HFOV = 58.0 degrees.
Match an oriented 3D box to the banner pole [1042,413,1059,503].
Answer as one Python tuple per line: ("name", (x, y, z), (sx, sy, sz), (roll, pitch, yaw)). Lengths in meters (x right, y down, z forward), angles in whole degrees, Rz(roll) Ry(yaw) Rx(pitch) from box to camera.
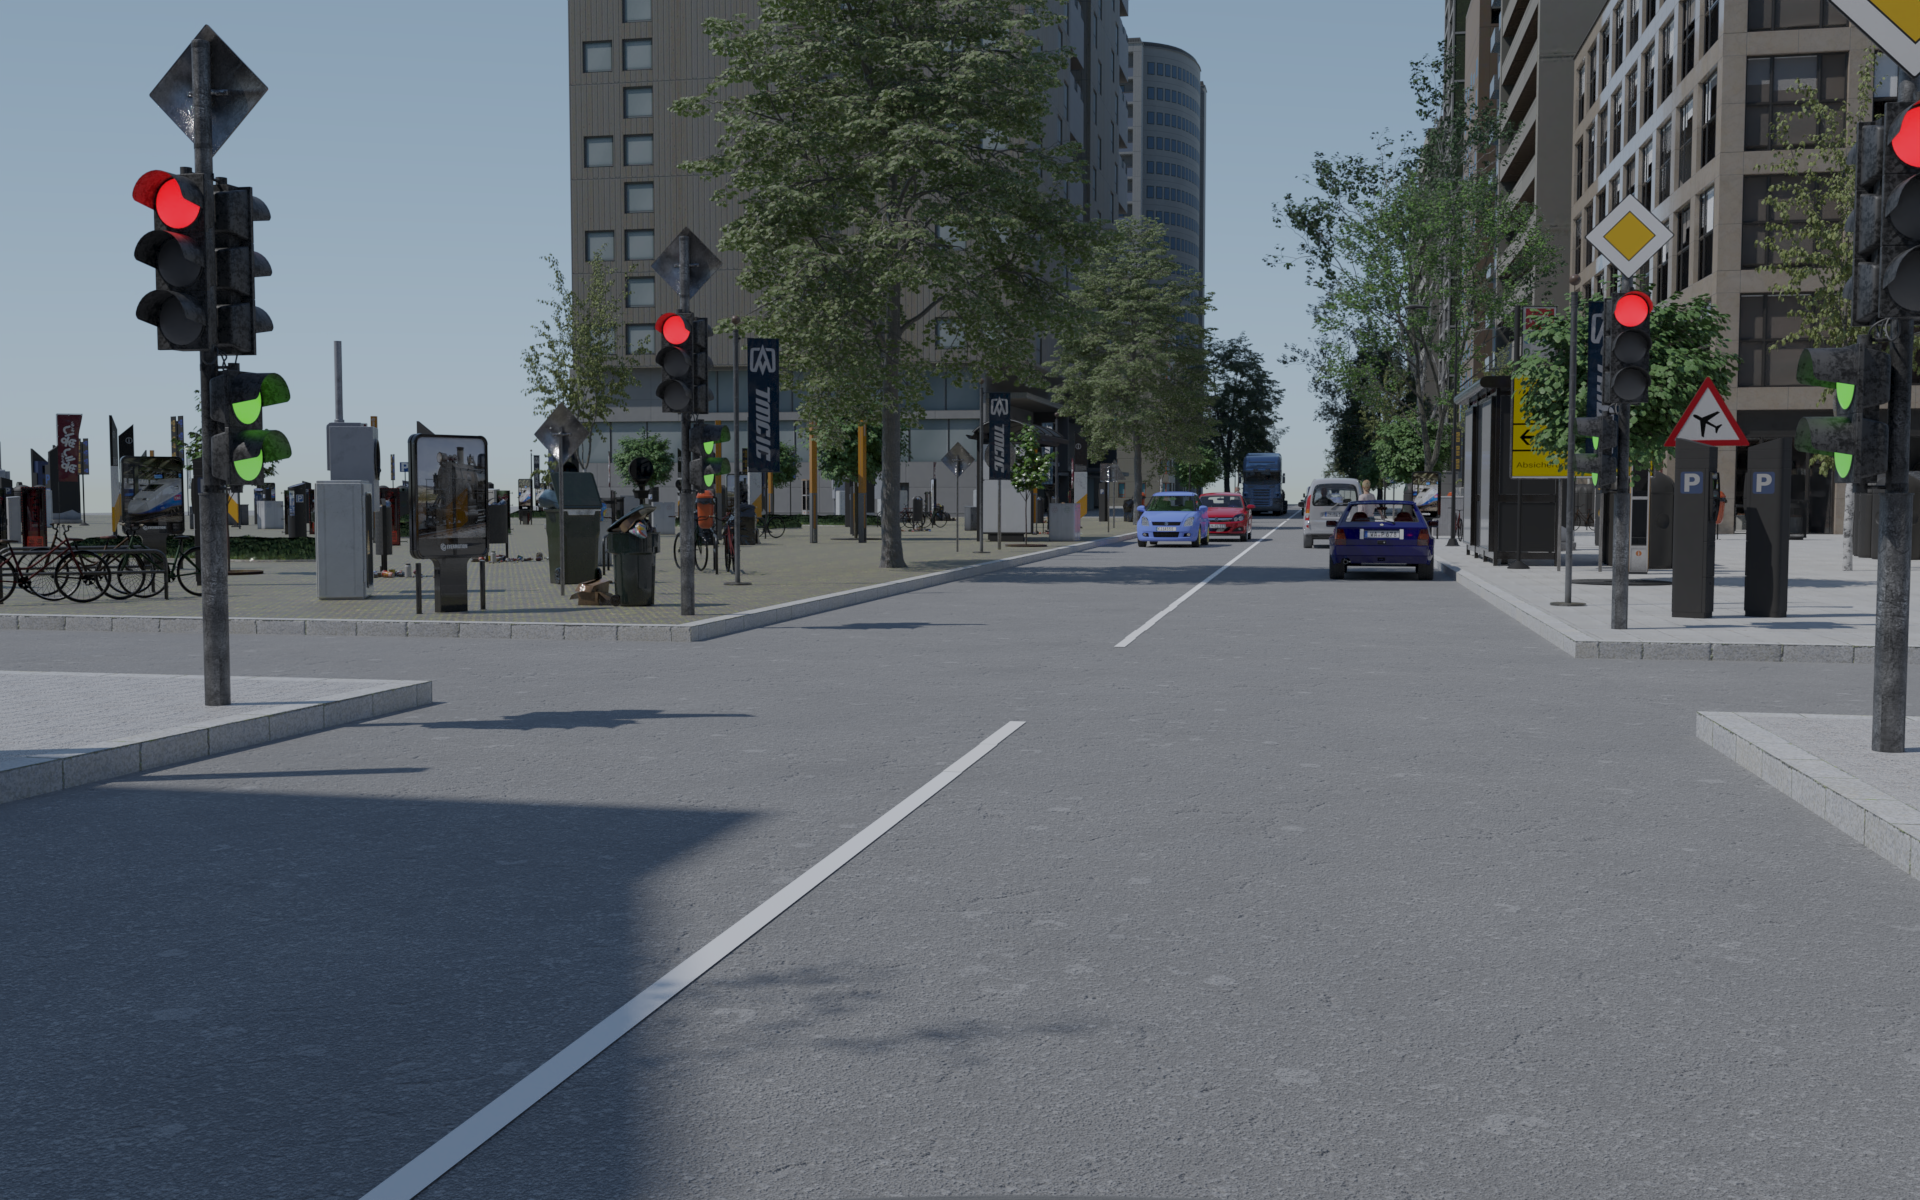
("banner pole", (2.812, -3.877, 53.398), (0.401, 3.779, 0.863), (-3, 5, -44))

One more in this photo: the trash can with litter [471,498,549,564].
("trash can with litter", (-8.493, -1.351, 33.141), (1.678, 1.210, 2.233), (2, 4, 33))

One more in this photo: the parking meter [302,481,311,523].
("parking meter", (-28.535, -4.284, 75.749), (0.399, 1.863, 0.255), (-1, 4, -13))

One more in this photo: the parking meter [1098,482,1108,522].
("parking meter", (6.666, -4.580, 80.595), (0.399, 1.863, 0.255), (3, 5, 40))

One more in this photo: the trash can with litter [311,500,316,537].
("trash can with litter", (-15.202, -1.879, 42.110), (1.055, 1.170, 0.624), (1, 4, 11))

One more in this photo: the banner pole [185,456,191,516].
("banner pole", (-45.742, -6.894, 102.736), (0.401, 3.779, 0.863), (-3, 5, -42))

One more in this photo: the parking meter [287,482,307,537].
("parking meter", (-14.314, -1.774, 37.413), (0.372, 1.533, 0.369), (0, 3, 0))

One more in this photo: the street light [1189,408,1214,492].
("street light", (12.930, -7.384, 93.263), (1.470, 5.913, 1.316), (1, 4, 12))

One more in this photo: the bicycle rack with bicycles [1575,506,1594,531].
("bicycle rack with bicycles", (22.348, -2.862, 60.183), (2.925, 0.926, 2.852), (-3, 5, -39))

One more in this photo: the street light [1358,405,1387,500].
("street light", (21.528, -7.180, 89.938), (1.470, 5.913, 1.316), (1, 4, 12))

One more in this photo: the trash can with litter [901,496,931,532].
("trash can with litter", (-1.757, -2.956, 59.389), (1.678, 1.210, 2.233), (2, 4, 33))

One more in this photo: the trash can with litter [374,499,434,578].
("trash can with litter", (-8.984, -0.991, 27.265), (1.678, 1.210, 2.233), (-1, 4, -22))

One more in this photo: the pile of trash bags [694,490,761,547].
("pile of trash bags", (-6.064, -2.054, 43.340), (1.912, 1.369, 3.447), (0, 4, 2))

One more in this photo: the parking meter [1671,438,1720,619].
("parking meter", (7.623, -0.748, 17.936), (0.399, 1.863, 0.255), (3, 5, 42))

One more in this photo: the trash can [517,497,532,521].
("trash can", (-20.645, -4.317, 82.228), (0.748, 1.137, 0.748), (0, 3, 0))

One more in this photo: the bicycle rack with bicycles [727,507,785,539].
("bicycle rack with bicycles", (-6.504, -2.247, 50.121), (2.925, 0.926, 2.852), (-1, 4, -18))

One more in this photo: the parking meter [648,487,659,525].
("parking meter", (-10.701, -3.187, 60.512), (0.372, 1.533, 0.369), (0, 3, 0))

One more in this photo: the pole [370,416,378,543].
("pole", (-15.300, -3.148, 45.312), (0.158, 3.312, 0.155), (0, 3, 0))

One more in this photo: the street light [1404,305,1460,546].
("street light", (11.588, -4.281, 42.527), (1.470, 5.913, 1.316), (1, 4, 12))

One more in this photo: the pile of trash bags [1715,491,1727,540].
("pile of trash bags", (20.077, -2.423, 49.365), (3.447, 1.369, 1.912), (3, 5, 44))

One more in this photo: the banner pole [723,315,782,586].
("banner pole", (-2.927, -2.106, 24.453), (0.863, 3.779, 0.401), (-1, 4, -21))

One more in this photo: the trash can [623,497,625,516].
("trash can", (-17.241, -4.626, 87.293), (0.748, 1.137, 0.748), (0, 3, 0))

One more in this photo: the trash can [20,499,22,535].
("trash can", (-29.368, -2.608, 54.298), (0.748, 1.137, 0.748), (0, 3, 0))

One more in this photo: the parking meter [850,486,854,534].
("parking meter", (-3.318, -2.858, 55.135), (0.372, 1.533, 0.369), (0, 3, 0))

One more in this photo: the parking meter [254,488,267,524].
("parking meter", (-29.665, -3.967, 73.263), (0.372, 1.533, 0.369), (0, 3, 0))

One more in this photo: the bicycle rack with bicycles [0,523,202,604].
("bicycle rack with bicycles", (-10.625, -0.483, 21.287), (2.925, 0.926, 2.852), (-2, 4, -28))

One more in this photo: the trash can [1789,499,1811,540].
("trash can", (23.329, -2.247, 48.387), (0.748, 1.137, 0.748), (0, 3, 0))

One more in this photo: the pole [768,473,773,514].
("pole", (-8.752, -5.266, 79.937), (0.158, 3.312, 0.155), (0, 3, 0))

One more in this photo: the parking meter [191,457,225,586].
("parking meter", (-10.540, -1.137, 24.298), (0.399, 1.863, 0.255), (0, 4, -6))

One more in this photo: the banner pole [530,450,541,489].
("banner pole", (-23.950, -6.576, 97.542), (0.401, 3.779, 0.863), (2, 4, 34))

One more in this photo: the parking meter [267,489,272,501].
("parking meter", (-31.838, -4.355, 79.622), (0.372, 1.533, 0.369), (0, 3, 0))

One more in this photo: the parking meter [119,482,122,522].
("parking meter", (-37.929, -4.439, 78.284), (0.399, 1.863, 0.255), (1, 4, 16))

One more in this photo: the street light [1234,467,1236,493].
("street light", (22.936, -10.298, 140.912), (1.470, 5.913, 1.316), (1, 4, 12))

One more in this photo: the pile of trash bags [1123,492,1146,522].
("pile of trash bags", (8.503, -4.319, 80.361), (1.912, 1.369, 3.447), (0, 3, 0))

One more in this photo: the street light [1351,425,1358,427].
("street light", (27.143, -8.847, 117.190), (1.470, 5.913, 1.316), (1, 4, 12))

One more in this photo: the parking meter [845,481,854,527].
("parking meter", (-4.290, -3.764, 67.257), (0.255, 1.863, 0.399), (1, 4, 19))

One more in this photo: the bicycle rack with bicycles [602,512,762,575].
("bicycle rack with bicycles", (-4.779, -0.923, 28.471), (2.852, 0.926, 2.925), (0, 4, -8))

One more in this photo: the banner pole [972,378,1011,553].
("banner pole", (0.698, -2.907, 37.552), (0.863, 3.779, 0.401), (0, 4, -1))

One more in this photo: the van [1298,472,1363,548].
("van", (10.187, -2.448, 47.036), (2.013, 2.044, 4.112), (1, 4, 12))

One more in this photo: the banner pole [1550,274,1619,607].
("banner pole", (7.232, -1.824, 19.837), (0.863, 3.779, 0.401), (0, 4, -2))

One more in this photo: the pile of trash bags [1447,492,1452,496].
("pile of trash bags", (23.329, -4.130, 77.282), (3.447, 1.369, 1.912), (-1, 4, -11))

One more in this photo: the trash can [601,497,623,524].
("trash can", (-14.084, -3.524, 69.271), (0.748, 1.137, 0.748), (0, 3, 0))

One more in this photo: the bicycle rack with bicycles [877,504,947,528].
("bicycle rack with bicycles", (-1.922, -3.219, 66.017), (2.925, 0.926, 2.852), (-1, 4, -13))

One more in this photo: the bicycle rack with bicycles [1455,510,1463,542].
("bicycle rack with bicycles", (14.357, -2.009, 46.228), (2.852, 0.926, 2.925), (1, 4, 12))

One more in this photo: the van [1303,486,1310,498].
("van", (28.466, -8.160, 137.803), (2.240, 2.365, 5.245), (1, 4, 10))

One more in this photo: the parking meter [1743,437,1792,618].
("parking meter", (8.415, -0.756, 18.071), (0.255, 1.863, 0.399), (-3, 5, -41))

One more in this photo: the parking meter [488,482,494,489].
("parking meter", (-22.692, -4.770, 83.700), (0.255, 1.863, 0.399), (-3, 5, -40))

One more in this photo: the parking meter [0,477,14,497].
("parking meter", (-32.822, -3.300, 59.672), (0.399, 1.863, 0.255), (-3, 5, -41))
